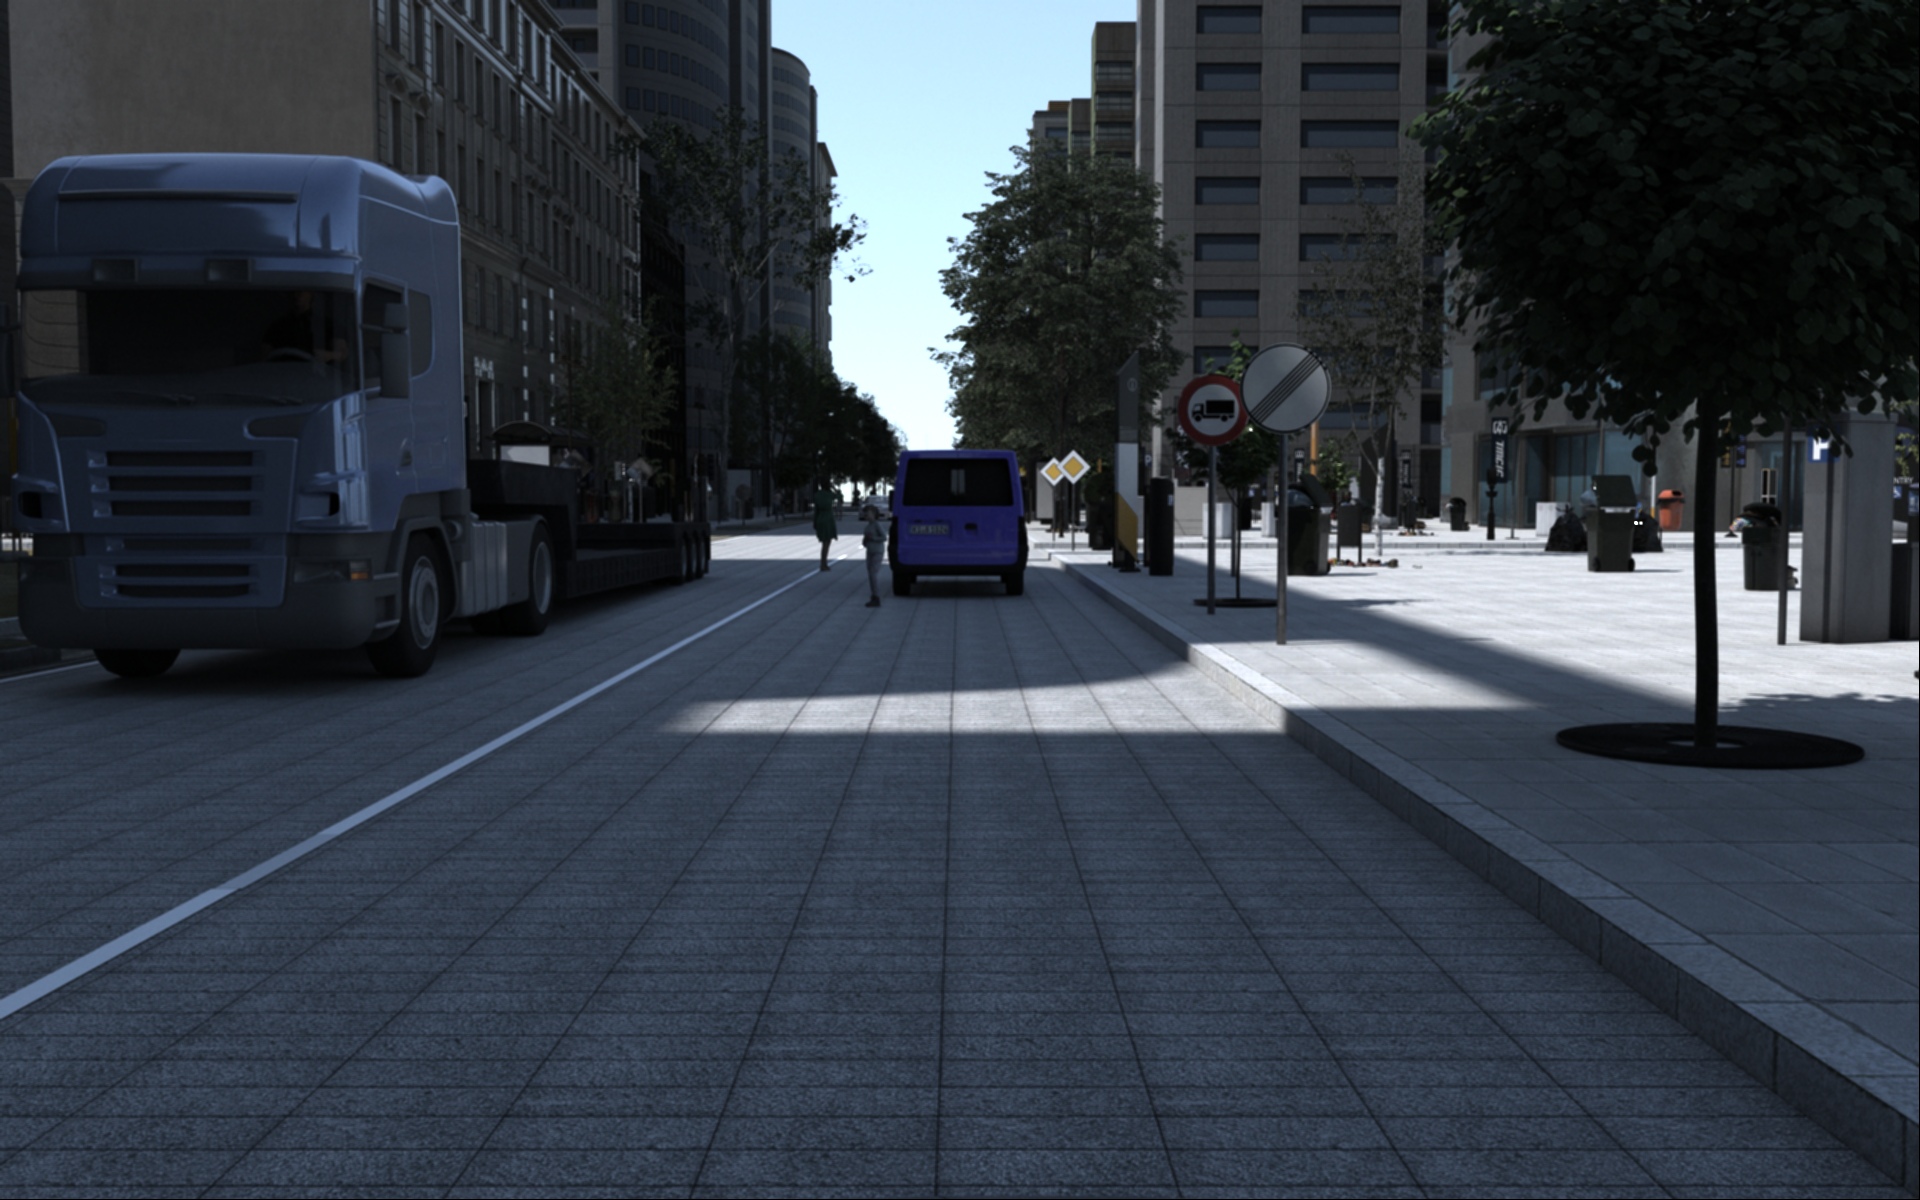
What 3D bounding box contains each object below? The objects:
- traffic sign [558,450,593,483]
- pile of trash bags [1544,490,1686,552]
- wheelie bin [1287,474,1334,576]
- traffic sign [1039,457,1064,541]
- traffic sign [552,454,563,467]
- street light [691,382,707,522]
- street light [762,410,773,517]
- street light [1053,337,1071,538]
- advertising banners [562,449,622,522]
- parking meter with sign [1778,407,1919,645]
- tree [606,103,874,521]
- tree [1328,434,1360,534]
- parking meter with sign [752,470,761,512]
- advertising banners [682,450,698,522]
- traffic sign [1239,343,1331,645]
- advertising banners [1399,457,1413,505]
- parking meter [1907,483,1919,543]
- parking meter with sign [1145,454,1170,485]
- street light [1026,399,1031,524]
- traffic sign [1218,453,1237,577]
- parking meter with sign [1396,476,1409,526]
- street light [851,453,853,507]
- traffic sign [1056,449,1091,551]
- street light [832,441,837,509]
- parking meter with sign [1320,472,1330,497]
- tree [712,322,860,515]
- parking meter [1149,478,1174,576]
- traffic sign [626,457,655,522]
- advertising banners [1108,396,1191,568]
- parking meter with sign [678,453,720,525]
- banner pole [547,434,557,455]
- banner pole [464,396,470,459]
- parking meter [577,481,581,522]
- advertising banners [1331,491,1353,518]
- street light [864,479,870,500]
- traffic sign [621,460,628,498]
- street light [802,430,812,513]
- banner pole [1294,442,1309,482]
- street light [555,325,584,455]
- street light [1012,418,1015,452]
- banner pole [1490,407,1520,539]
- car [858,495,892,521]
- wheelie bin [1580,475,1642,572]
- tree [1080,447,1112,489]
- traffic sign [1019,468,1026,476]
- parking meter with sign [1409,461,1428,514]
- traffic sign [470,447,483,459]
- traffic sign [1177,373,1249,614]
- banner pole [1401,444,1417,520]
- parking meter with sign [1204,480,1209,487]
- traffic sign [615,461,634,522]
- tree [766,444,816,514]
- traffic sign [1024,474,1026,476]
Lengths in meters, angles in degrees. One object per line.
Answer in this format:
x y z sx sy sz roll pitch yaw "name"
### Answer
-8.650 -2.160 38.954 0.795 2.450 0.064 0 3 0 "traffic sign"
14.874 -1.769 38.682 3.447 1.369 1.912 -2 4 -28 "pile of trash bags"
5.446 -1.184 27.274 0.693 1.594 0.980 2 4 31 "wheelie bin"
2.544 -2.647 46.920 0.795 2.450 0.064 0 3 0 "traffic sign"
-12.914 -3.389 55.509 0.768 2.556 0.104 1 4 10 "traffic sign"
-10.717 -6.033 71.429 0.468 5.910 1.993 0 3 0 "street light"
-10.616 -7.516 95.679 0.468 5.910 1.993 0 3 0 "street light"
2.994 -4.783 50.997 0.468 5.910 1.993 0 3 0 "street light"
-11.563 -3.567 54.503 2.074 3.025 0.090 -2 4 -29 "advertising banners"
7.731 -1.146 14.994 1.738 3.016 0.543 -2 4 -26 "parking meter with sign"
-10.201 -13.845 82.256 12.611 20.169 13.585 0 3 0 "tree"
11.794 -3.735 55.662 1.663 3.219 1.824 0 3 0 "tree"
-14.801 -7.635 121.098 1.738 3.016 0.543 1 4 12 "parking meter with sign"
-10.681 -4.433 68.660 0.090 3.025 2.074 0 4 8 "advertising banners"
2.739 -0.892 14.688 0.768 2.556 0.104 0 4 2 "traffic sign"
21.116 -5.251 82.050 0.090 3.025 2.074 2 4 32 "advertising banners"
20.956 -1.804 37.910 0.372 1.533 0.369 0 3 0 "parking meter"
8.710 -4.828 75.199 0.543 3.016 1.738 -3 4 -39 "parking meter with sign"
2.970 -6.245 74.888 0.468 5.910 1.993 0 3 0 "street light"
4.242 -1.631 26.770 0.768 2.556 0.104 1 4 9 "traffic sign"
17.122 -4.418 68.488 0.543 3.016 1.738 2 4 31 "parking meter with sign"
-10.662 -12.119 170.930 0.468 5.910 1.993 0 3 0 "street light"
2.544 -2.159 38.935 0.795 2.450 0.064 0 3 0 "traffic sign"
-10.697 -10.690 147.562 0.468 5.910 1.993 0 3 0 "street light"
14.709 -4.615 71.712 0.543 3.016 1.738 -2 4 -30 "parking meter with sign"
-11.262 -10.995 105.530 9.928 11.665 9.643 0 3 0 "tree"
3.171 -1.153 27.270 0.372 1.533 0.369 0 3 0 "parking meter"
-8.651 -2.648 46.939 0.795 2.450 0.064 0 3 0 "traffic sign"
3.404 -2.099 30.506 2.074 3.025 0.090 -3 4 -38 "advertising banners"
-10.966 -4.682 72.810 1.738 3.016 0.543 0 4 -1 "parking meter with sign"
-15.099 -4.530 64.083 0.401 3.779 0.863 -3 5 -42 "banner pole"
-11.358 -2.981 38.761 0.863 3.779 0.401 0 4 -2 "banner pole"
-14.717 -3.710 66.366 0.255 1.863 0.399 1 4 18 "parking meter"
18.750 -5.569 87.242 2.074 3.025 0.090 0 4 3 "advertising banners"
-10.696 -13.548 194.297 0.468 5.910 1.993 0 3 0 "street light"
-12.428 -3.918 64.162 0.768 2.556 0.104 0 4 7 "traffic sign"
-10.657 -8.945 119.046 0.468 5.910 1.993 0 3 0 "street light"
16.459 -5.699 83.189 0.863 3.779 0.401 1 4 20 "banner pole"
-10.684 -4.569 47.491 0.468 5.910 1.993 0 3 0 "street light"
3.077 -7.674 98.256 0.468 5.910 1.993 0 3 0 "street light"
15.595 -3.641 49.545 0.863 3.779 0.401 1 4 22 "banner pole"
-4.501 -5.072 95.286 2.083 1.381 4.827 0 4 2 "car"
10.697 -1.265 28.584 0.980 1.594 0.693 0 4 0 "wheelie bin"
7.971 -7.418 104.999 4.285 4.588 4.351 0 3 0 "tree"
3.553 -7.719 120.085 2.265 3.308 0.079 1 4 8 "traffic sign"
23.928 -5.856 92.004 1.738 3.016 0.543 1 4 15 "parking meter with sign"
-13.127 -2.825 46.294 0.768 2.556 0.104 0 4 3 "traffic sign"
2.682 -1.120 18.411 0.768 2.556 0.104 0 4 3 "traffic sign"
22.376 -5.890 86.324 0.863 3.779 0.401 0 4 1 "banner pole"
12.577 -5.581 87.507 0.543 3.016 1.738 1 4 18 "parking meter with sign"
-10.312 -3.129 53.284 0.606 2.300 0.079 0 4 2 "traffic sign"
-11.058 -7.926 113.306 4.285 4.588 4.351 0 3 0 "tree"
4.168 -6.378 104.386 0.768 2.556 0.104 0 4 4 "traffic sign"
